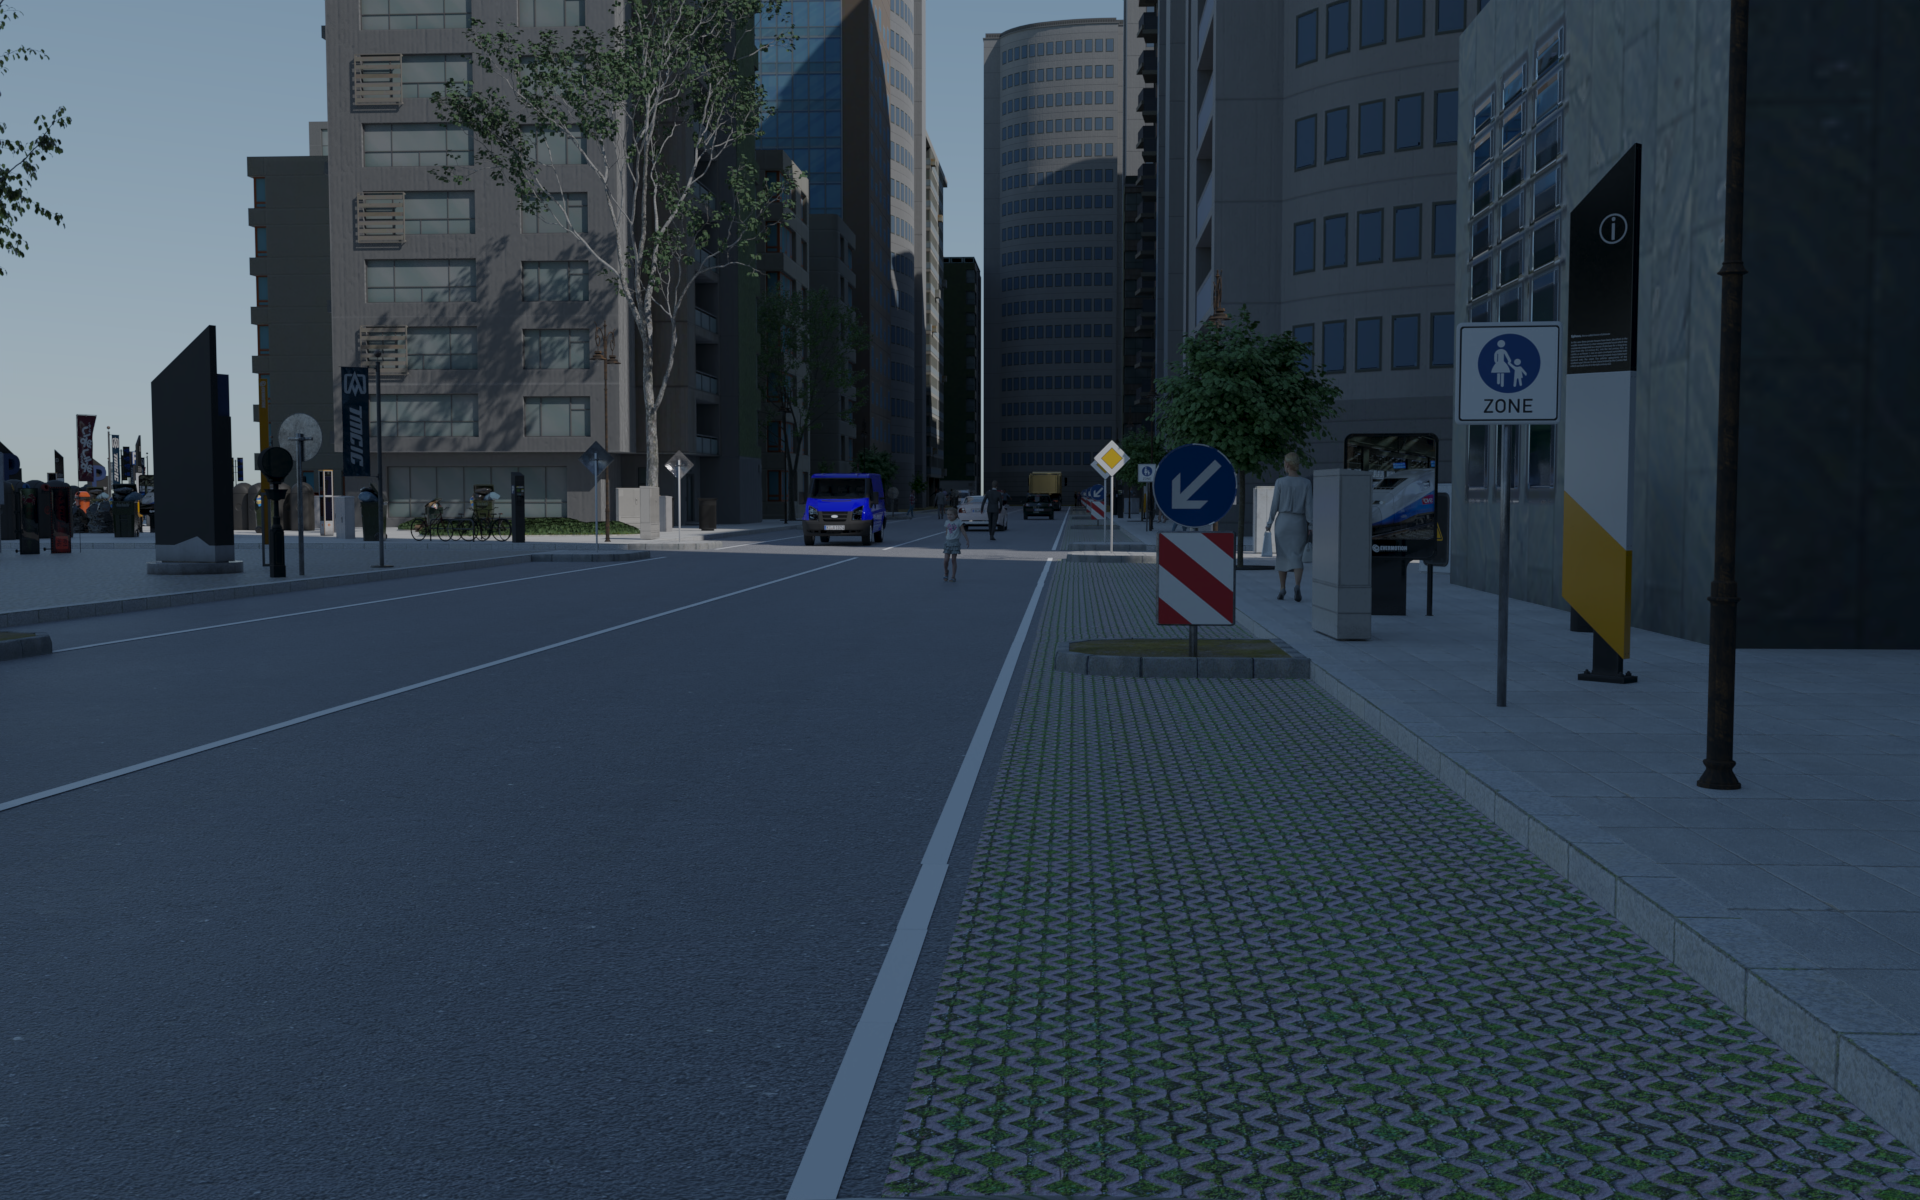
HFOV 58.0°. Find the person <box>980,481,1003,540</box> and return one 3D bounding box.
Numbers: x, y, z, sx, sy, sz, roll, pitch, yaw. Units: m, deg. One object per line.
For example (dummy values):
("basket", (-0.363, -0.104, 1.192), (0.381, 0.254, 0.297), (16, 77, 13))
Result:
("person", (1.031, -2.789, 53.871), (0.659, 1.850, 0.755), (1, 4, 15))

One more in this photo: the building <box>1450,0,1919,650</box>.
("building", (17.137, -42.406, 6.017), (22.319, 86.520, 31.000), (0, 4, 4))

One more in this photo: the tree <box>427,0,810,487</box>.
("tree", (-10.864, -12.150, 54.542), (12.611, 20.169, 13.585), (0, 3, 0))

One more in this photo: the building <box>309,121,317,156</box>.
("building", (-62.373, -31.143, 192.782), (14.086, 41.232, 14.154), (0, 4, 4))

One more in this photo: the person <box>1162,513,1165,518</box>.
("person", (10.471, -4.973, 87.623), (0.573, 1.790, 0.520), (1, 4, 10))

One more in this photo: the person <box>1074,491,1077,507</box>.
("person", (12.365, -10.681, 183.663), (0.721, 1.766, 1.217), (-1, 4, -18))

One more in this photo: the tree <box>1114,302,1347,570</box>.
("tree", (4.847, -2.809, 29.648), (4.285, 4.588, 4.351), (0, 3, 0))

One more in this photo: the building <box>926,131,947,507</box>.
("building", (-13.723, -29.876, 180.358), (23.993, 40.220, 32.217), (0, 4, 4))

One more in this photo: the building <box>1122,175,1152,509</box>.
("building", (21.904, -23.697, 159.144), (14.160, 30.474, 14.107), (0, 4, 4))

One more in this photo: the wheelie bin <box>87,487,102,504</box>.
("wheelie bin", (-37.056, -4.062, 74.328), (0.980, 1.594, 0.693), (-2, 4, -27))

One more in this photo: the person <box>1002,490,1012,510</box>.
("person", (3.958, -8.854, 153.245), (1.348, 1.826, 0.705), (1, 4, 20))

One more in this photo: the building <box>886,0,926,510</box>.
("building", (-14.589, -37.128, 149.043), (21.231, 58.520, 28.212), (0, 4, 4))

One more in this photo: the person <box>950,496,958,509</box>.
("person", (-0.489, -8.871, 153.548), (0.705, 1.823, 1.348), (2, 4, 26))

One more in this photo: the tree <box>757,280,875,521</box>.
("tree", (-8.008, -9.623, 83.089), (9.928, 11.665, 9.643), (0, 3, 0))

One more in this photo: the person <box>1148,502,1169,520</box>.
("person", (9.811, -4.823, 85.124), (0.699, 1.804, 1.509), (-2, 4, -24))

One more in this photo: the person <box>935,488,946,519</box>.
("person", (-1.123, -5.538, 99.316), (0.678, 1.792, 0.850), (0, 4, 2))

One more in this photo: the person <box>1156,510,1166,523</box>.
("person", (8.921, -4.269, 76.188), (0.374, 1.781, 0.599), (-1, 4, -22))

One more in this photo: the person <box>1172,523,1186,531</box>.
("person", (6.363, -2.643, 49.854), (0.643, 1.750, 0.593), (1, 4, 19))

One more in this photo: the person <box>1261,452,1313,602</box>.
("person", (3.935, -0.877, 20.738), (0.694, 1.780, 0.624), (1, 4, 18))

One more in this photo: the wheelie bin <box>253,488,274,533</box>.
("wheelie bin", (-22.700, -2.985, 56.719), (0.693, 1.594, 0.980), (0, 4, -6))

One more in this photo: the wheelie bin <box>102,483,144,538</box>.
("wheelie bin", (-24.687, -2.653, 51.276), (0.980, 1.594, 0.693), (-1, 4, -15))

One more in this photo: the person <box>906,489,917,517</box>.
("person", (-2.987, -5.959, 106.766), (0.643, 1.720, 0.563), (1, 4, 13))

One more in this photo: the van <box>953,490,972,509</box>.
("van", (0.248, -9.425, 161.115), (2.013, 2.044, 4.112), (0, 4, 4))

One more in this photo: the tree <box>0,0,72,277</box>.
("tree", (-12.154, -4.249, 19.832), (4.360, 8.622, 3.978), (0, 3, 0))

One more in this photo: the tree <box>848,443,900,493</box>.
("tree", (-5.480, -7.754, 110.497), (4.285, 4.588, 4.351), (0, 3, 0))

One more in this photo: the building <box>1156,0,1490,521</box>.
("building", (22.445, -34.384, 104.176), (21.231, 58.520, 28.212), (0, 4, 4))

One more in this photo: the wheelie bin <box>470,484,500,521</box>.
("wheelie bin", (-15.483, -2.968, 56.428), (0.980, 1.594, 0.693), (0, 4, -8))

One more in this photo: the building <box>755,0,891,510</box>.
("building", (-12.736, -29.235, 128.111), (14.600, 45.320, 14.200), (0, 4, 4))

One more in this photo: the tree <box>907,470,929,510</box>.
("tree", (-3.287, -8.937, 140.718), (1.663, 3.219, 1.824), (0, 3, 0))

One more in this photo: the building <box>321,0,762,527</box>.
("building", (-16.444, -23.691, 70.939), (14.154, 41.232, 14.086), (0, 4, 4))

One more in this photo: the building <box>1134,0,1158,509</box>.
("building", (25.195, -29.503, 136.997), (22.147, 44.769, 28.867), (0, 4, 4))

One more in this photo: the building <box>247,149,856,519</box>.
("building", (-21.716, -15.746, 102.484), (27.650, 21.520, 28.899), (0, 4, 4))

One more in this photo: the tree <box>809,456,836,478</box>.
("tree", (-7.003, -5.753, 88.655), (1.663, 3.219, 1.824), (0, 3, 0))

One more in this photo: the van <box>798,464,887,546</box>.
("van", (-3.298, -2.777, 49.787), (2.240, 2.365, 5.245), (0, 4, 3))

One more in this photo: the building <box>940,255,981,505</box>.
("building", (-4.611, -26.930, 212.009), (14.107, 30.474, 14.160), (0, 4, 4))

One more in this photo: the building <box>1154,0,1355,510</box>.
("building", (27.320, -38.971, 179.178), (21.231, 58.520, 28.212), (0, 4, 4))

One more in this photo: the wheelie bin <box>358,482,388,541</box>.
("wheelie bin", (-16.036, -2.412, 47.338), (0.693, 1.594, 0.980), (0, 4, -8))

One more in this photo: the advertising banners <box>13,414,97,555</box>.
("advertising banners", (-19.485, -2.521, 37.402), (0.090, 3.025, 2.074), (2, 4, 24))

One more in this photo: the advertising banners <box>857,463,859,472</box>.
("advertising banners", (-5.658, -6.236, 98.152), (0.090, 3.025, 2.074), (0, 4, 7))

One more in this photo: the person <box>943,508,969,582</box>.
("person", (-0.065, -0.905, 28.309), (0.505, 1.210, 0.382), (1, 4, 21))

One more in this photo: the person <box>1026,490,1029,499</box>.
("person", (7.356, -10.855, 185.965), (0.705, 1.826, 1.348), (-1, 4, -20))

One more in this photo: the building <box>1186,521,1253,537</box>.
("building", (21.849, -31.314, 53.977), (28.212, 58.520, 21.231), (0, 4, 4))

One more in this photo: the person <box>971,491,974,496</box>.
("person", (1.133, -9.626, 166.608), (0.721, 1.736, 1.217), (1, 4, 10))

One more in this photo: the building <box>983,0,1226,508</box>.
("building", (17.109, -41.086, 213.750), (28.212, 58.520, 21.231), (0, 4, 4))

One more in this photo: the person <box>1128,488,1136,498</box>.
("person", (11.960, -6.990, 120.141), (0.655, 1.846, 0.447), (0, 4, -1))
